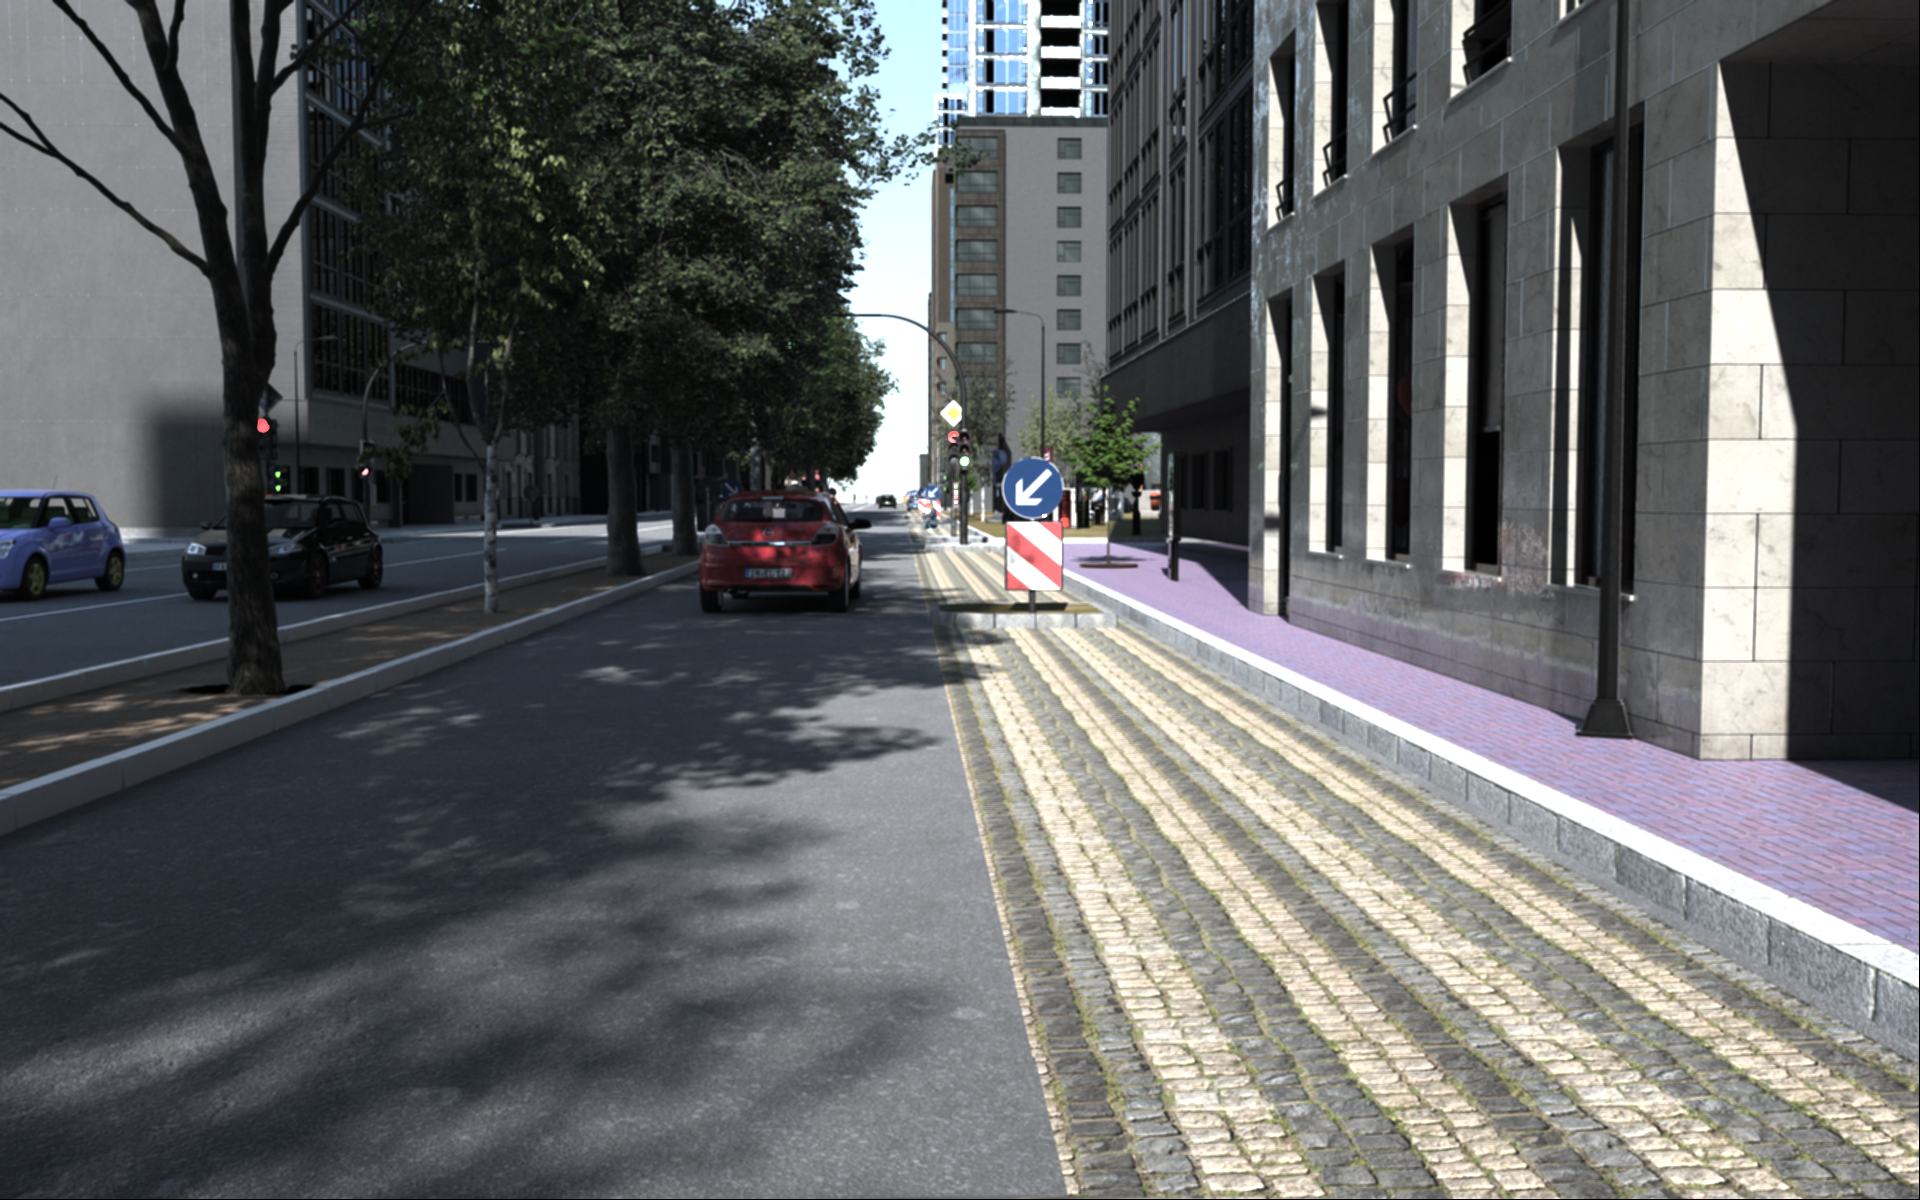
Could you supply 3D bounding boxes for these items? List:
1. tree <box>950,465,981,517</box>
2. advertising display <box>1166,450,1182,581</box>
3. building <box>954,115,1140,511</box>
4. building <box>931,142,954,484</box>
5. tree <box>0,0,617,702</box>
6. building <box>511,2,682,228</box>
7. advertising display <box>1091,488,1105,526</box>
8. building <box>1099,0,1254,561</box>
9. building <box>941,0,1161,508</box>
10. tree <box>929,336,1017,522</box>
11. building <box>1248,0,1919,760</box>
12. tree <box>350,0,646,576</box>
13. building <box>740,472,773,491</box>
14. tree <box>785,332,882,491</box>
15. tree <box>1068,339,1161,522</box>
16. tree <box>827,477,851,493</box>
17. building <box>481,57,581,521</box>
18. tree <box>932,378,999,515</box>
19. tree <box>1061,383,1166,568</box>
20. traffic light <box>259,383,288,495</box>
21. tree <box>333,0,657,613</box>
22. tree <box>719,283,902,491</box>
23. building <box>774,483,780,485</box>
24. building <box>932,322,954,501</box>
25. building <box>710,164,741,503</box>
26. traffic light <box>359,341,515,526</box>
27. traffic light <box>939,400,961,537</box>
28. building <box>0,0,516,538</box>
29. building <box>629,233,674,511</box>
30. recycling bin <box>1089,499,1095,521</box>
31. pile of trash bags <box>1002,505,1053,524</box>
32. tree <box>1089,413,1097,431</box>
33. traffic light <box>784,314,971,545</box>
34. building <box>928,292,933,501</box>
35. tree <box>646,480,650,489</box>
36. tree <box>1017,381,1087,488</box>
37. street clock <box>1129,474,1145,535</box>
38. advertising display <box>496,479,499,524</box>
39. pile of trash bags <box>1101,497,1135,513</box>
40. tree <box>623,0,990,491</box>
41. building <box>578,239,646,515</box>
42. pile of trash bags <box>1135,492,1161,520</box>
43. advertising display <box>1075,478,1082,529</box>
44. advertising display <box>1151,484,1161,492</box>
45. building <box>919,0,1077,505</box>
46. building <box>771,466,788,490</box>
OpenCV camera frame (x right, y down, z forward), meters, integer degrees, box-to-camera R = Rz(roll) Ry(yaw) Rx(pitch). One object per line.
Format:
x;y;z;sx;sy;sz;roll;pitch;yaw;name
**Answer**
0.116;-6.417;99.525;1.663;3.219;1.824;0;3;0;tree
3.193;-1.264;25.888;0.123;1.923;0.974;0;4;1;advertising display
6.466;-22.281;136.000;14.160;30.474;14.107;0;4;-2;building
3.964;-34.794;218.987;14.600;45.320;14.200;0;4;-2;building
-5.177;-5.138;12.226;9.928;11.665;9.643;0;3;0;tree
-31.275;-30.366;146.591;14.600;45.320;14.200;0;4;-2;building
5.656;-4.025;71.021;0.123;1.923;0.974;-2;4;-26;advertising display
10.924;-14.525;30.991;14.314;27.812;24.014;0;4;-2;building
9.476;-51.636;156.921;22.319;86.520;31.000;0;4;-2;building
0.859;-7.915;79.773;4.360;8.622;3.978;0;3;0;tree
8.662;-9.512;10.275;10.420;20.320;16.860;0;4;-2;building
-5.847;-7.382;29.808;9.857;13.997;8.962;0;3;0;tree
-36.874;-34.827;224.045;22.147;44.769;28.867;0;4;-2;building
-8.294;-10.863;98.188;7.486;12.596;7.792;0;3;0;tree
6.758;-7.833;78.436;4.360;8.622;3.978;0;3;0;tree
-9.507;-10.539;125.128;4.360;8.622;3.978;0;3;0;tree
-28.477;-18.107;93.305;12.463;27.353;25.104;0;4;-2;building
0.496;-9.620;107.651;4.737;8.622;4.395;0;3;0;tree
2.565;-2.194;30.476;1.663;3.219;1.824;0;3;0;tree
-17.279;-3.324;43.262;0.839;4.253;0.868;0;4;-2;traffic light
-5.664;-4.154;20.738;4.737;8.622;4.395;0;3;0;tree
-7.803;-10.404;89.563;9.611;12.733;9.660;0;3;0;tree
-38.031;-36.611;253.212;22.147;44.769;28.867;0;4;-2;building
11.057;-21.062;189.403;27.650;21.520;28.899;0;4;-2;building
-31.854;-30.957;189.736;14.154;41.232;14.086;0;4;-2;building
-15.474;-4.690;51.351;4.771;5.953;1.251;0;4;-2;traffic light
-0.212;-3.850;51.870;0.839;4.253;0.868;0;4;-2;traffic light
-27.157;-15.045;65.044;14.314;24.678;30.058;0;4;-2;building
-29.662;-22.096;132.965;14.160;30.474;14.107;0;4;-2;building
6.146;-4.320;83.188;0.722;1.027;0.722;1;4;13;recycling bin
3.536;-3.901;73.539;3.447;1.369;1.912;0;4;-6;pile of trash bags
7.670;-10.395;120.328;4.737;8.622;4.395;0;3;0;tree
-2.017;-4.221;43.675;4.771;5.953;1.251;0;4;-2;traffic light
2.380;-29.121;247.823;14.160;30.474;14.107;0;4;-2;building
-23.298;-7.947;124.537;1.663;3.219;1.824;0;3;0;tree
5.484;-10.012;114.052;4.737;8.622;4.395;0;3;0;tree
5.550;-3.049;54.428;0.358;2.002;0.471;-3;5;-39;street clock
-19.798;-4.190;73.716;0.123;1.923;0.974;0;4;-1;advertising display
9.638;-6.513;116.236;3.447;1.369;1.912;-1;4;-10;pile of trash bags
-5.721;-12.197;57.767;12.611;20.169;13.585;0;3;0;tree
-28.171;-17.409;114.320;12.332;23.373;15.834;0;4;-2;building
10.934;-4.810;88.389;3.447;1.369;1.912;-3;5;-42;pile of trash bags
4.393;-3.594;63.982;0.123;1.923;0.974;1;4;12;advertising display
12.623;-6.476;111.092;0.123;1.923;0.974;-2;4;-32;advertising display
4.931;-58.521;269.485;22.319;86.520;31.000;0;4;-2;building
-34.881;-30.806;275.379;14.160;30.474;14.107;0;4;-2;building
